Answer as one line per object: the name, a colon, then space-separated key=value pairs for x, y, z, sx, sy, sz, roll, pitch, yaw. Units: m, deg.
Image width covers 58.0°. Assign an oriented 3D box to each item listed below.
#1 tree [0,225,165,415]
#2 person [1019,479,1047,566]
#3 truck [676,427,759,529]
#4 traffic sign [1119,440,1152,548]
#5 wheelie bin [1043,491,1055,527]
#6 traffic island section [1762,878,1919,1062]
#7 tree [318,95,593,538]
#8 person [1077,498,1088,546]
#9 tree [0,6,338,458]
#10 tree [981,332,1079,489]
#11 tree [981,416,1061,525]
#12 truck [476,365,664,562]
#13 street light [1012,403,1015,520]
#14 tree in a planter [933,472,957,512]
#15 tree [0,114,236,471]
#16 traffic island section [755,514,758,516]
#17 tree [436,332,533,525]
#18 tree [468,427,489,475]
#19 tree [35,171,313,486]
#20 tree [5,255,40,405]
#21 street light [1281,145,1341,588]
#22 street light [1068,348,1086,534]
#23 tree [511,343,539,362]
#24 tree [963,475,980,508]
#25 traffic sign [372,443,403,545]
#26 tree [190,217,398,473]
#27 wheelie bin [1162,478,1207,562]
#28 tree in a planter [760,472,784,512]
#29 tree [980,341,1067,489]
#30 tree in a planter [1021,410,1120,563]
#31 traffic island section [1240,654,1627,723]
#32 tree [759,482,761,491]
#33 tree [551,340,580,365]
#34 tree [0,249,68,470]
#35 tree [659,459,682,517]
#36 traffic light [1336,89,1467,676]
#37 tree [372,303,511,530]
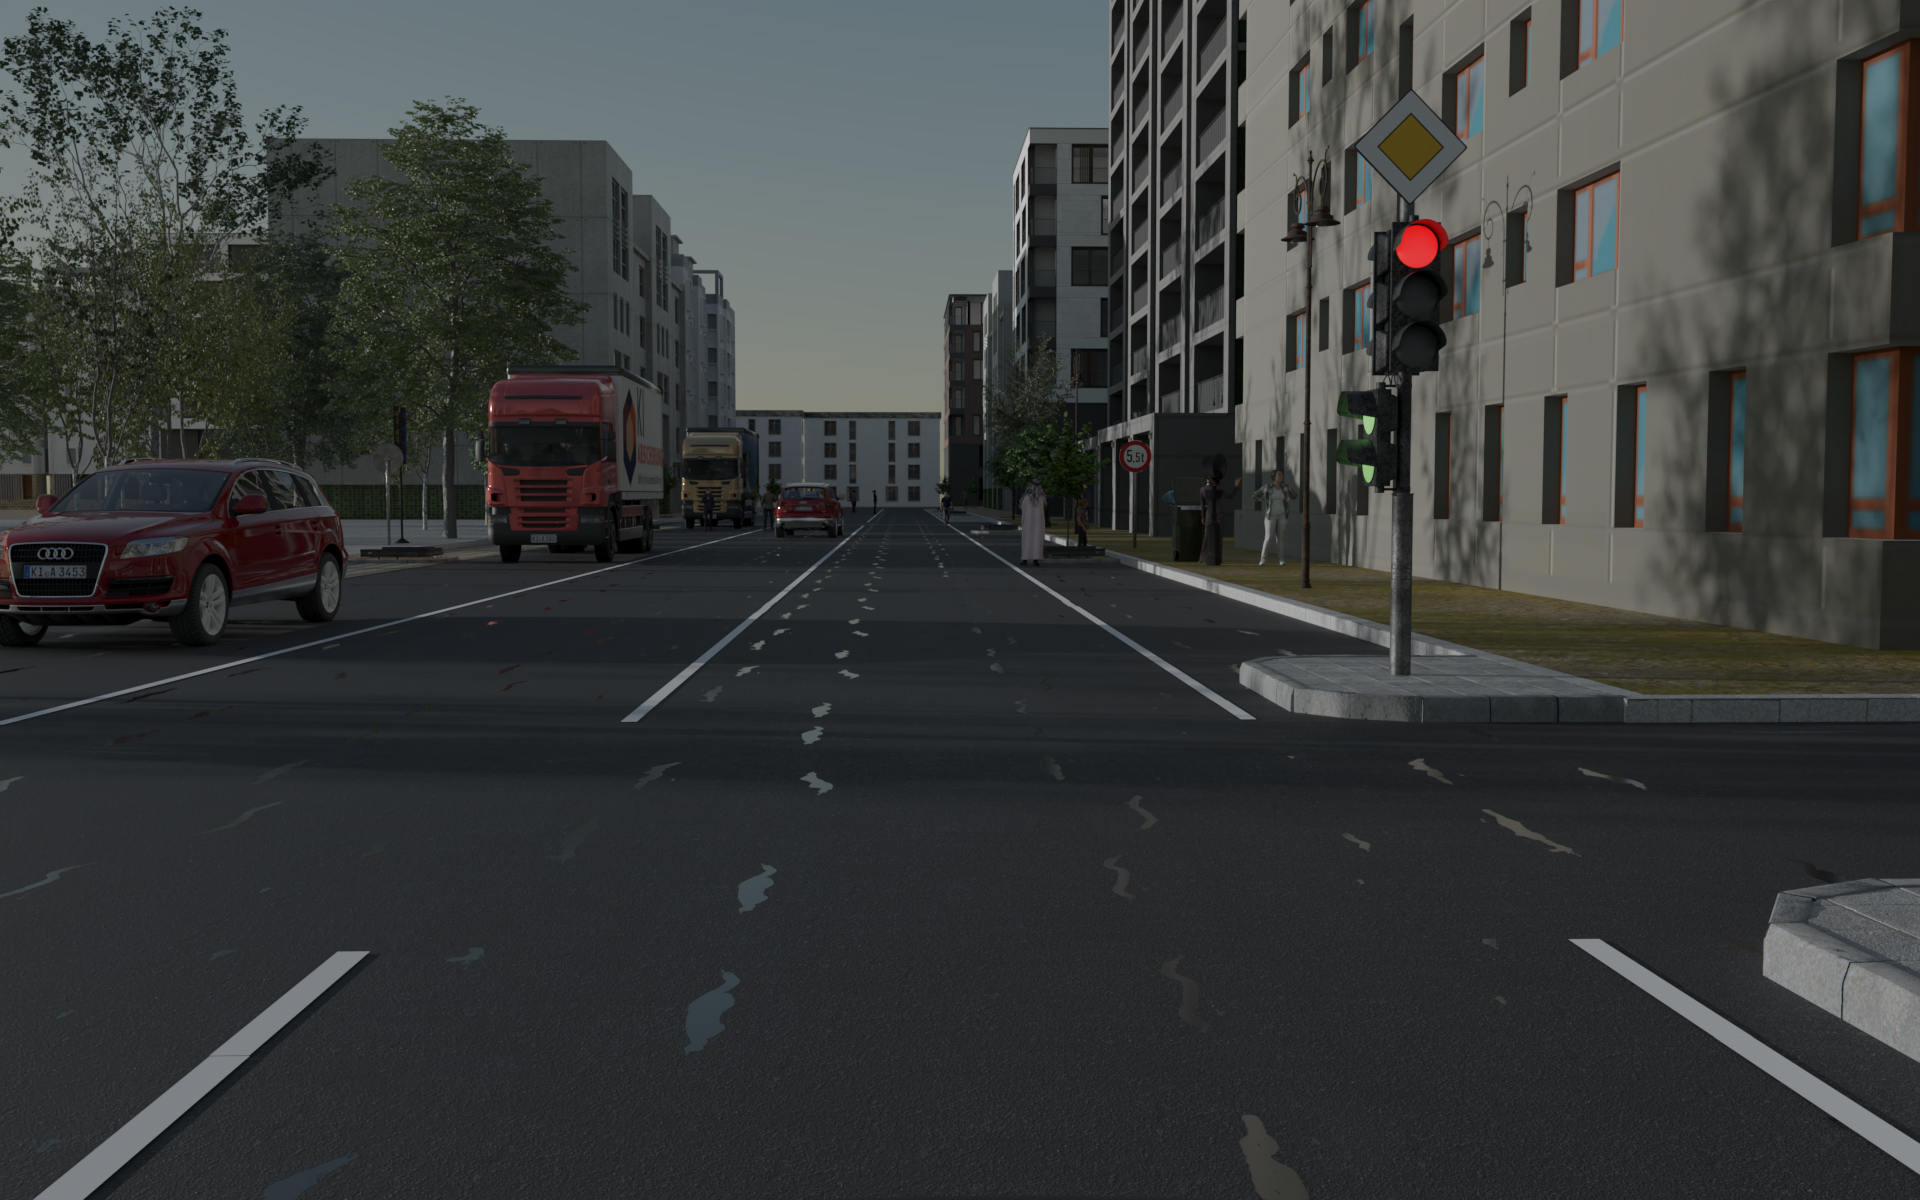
tree: x=-25.441 y=-6.083 z=49.813 sx=4.737 sy=8.622 sz=4.395 roll=0 pitch=3 yaw=0
person: x=1.475 y=-1.560 z=34.677 sx=0.551 sy=1.740 sz=0.621 roll=-1 pitch=4 yaw=-18
truck: x=-10.341 y=-5.270 z=75.081 sx=2.839 sy=4.237 sz=11.283 roll=0 pitch=4 yaw=-2
traffic sign: x=4.152 y=-2.504 z=41.044 sx=0.768 sy=2.556 sz=0.104 roll=0 pitch=4 yaw=5
wheelie bin: x=3.161 y=-3.588 z=66.578 sx=0.980 sy=1.594 sz=0.693 roll=1 pitch=4 yaw=14
traffic island section: x=3.420 y=1.098 z=4.332 sx=2.009 sy=0.180 sz=2.903 roll=0 pitch=4 yaw=-2
tree: x=-14.407 y=-8.068 z=50.032 sx=7.486 sy=12.596 sz=7.792 roll=0 pitch=3 yaw=0
person: x=2.799 y=-1.633 z=39.113 sx=0.340 sy=1.345 sz=0.435 roll=0 pitch=4 yaw=1
tree: x=-29.272 y=-12.827 z=65.604 sx=12.611 sy=20.169 sz=13.585 roll=0 pitch=3 yaw=0
tree: x=3.148 y=-7.791 z=77.750 sx=4.360 sy=8.622 sz=3.978 roll=0 pitch=3 yaw=0
tree: x=3.277 y=-5.380 z=71.682 sx=4.285 sy=4.588 sz=4.351 roll=0 pitch=3 yaw=0
truck: x=-8.714 y=-3.122 z=39.964 sx=2.839 sy=4.237 sz=11.283 roll=0 pitch=4 yaw=-3
street light: x=2.693 y=-6.987 z=87.022 sx=0.468 sy=5.910 sz=1.993 roll=0 pitch=4 yaw=-2
tree in a planter: x=-1.215 y=-8.799 z=141.080 sx=1.991 sy=3.239 sz=1.994 roll=0 pitch=4 yaw=-2
tree: x=-17.252 y=-5.202 z=35.412 sx=4.360 sy=8.622 sz=3.978 roll=0 pitch=3 yaw=0
traffic island section: x=-14.330 y=-5.584 z=114.159 sx=1.991 sy=0.108 sz=1.994 roll=0 pitch=4 yaw=-2
tree: x=-19.501 y=-7.397 z=71.298 sx=4.360 sy=8.622 sz=3.978 roll=0 pitch=3 yaw=0
tree: x=-14.815 y=-4.579 z=58.581 sx=4.285 sy=4.588 sz=4.351 roll=0 pitch=3 yaw=0
tree: x=-17.858 y=-5.511 z=40.465 sx=4.737 sy=8.622 sz=4.395 roll=0 pitch=3 yaw=0
tree: x=-20.785 y=-5.768 z=44.670 sx=4.737 sy=8.622 sz=4.395 roll=0 pitch=3 yaw=0
street light: x=4.713 y=-3.099 z=23.456 sx=0.468 sy=5.910 sz=1.993 roll=0 pitch=4 yaw=-2
street light: x=3.711 y=-5.032 z=55.055 sx=0.468 sy=5.910 sz=1.993 roll=0 pitch=4 yaw=-2
tree: x=-20.414 y=-7.822 z=78.252 sx=4.737 sy=8.622 sz=4.395 roll=0 pitch=3 yaw=0
tree: x=1.353 y=-10.351 z=163.842 sx=1.663 sy=3.219 sz=1.824 roll=0 pitch=3 yaw=0
traffic sign: x=-14.269 y=-2.636 z=43.204 sx=0.768 sy=2.556 sz=0.104 roll=0 pitch=4 yaw=0
tree: x=-30.488 y=-10.557 z=79.265 sx=9.857 sy=13.997 sz=8.962 roll=0 pitch=3 yaw=0
wheelie bin: x=4.342 y=-1.537 z=33.037 sx=0.980 sy=1.594 sz=0.693 roll=0 pitch=4 yaw=-2
tree in a planter: x=-15.232 y=-8.793 z=140.992 sx=1.991 sy=3.239 sz=1.994 roll=0 pitch=4 yaw=-2
tree: x=3.061 y=-8.094 z=82.696 sx=4.737 sy=8.622 sz=4.395 roll=0 pitch=3 yaw=0
tree in a planter: x=2.311 y=-2.425 z=36.868 sx=1.991 sy=3.239 sz=1.994 roll=0 pitch=4 yaw=-2
traffic island section: x=3.150 y=0.610 z=12.313 sx=2.009 sy=0.180 sz=2.903 roll=0 pitch=4 yaw=-2
tree: x=-17.721 y=-9.261 z=146.021 sx=1.663 sy=3.219 sz=1.824 roll=0 pitch=3 yaw=0
tree: x=-19.916 y=-8.152 z=83.652 sx=4.360 sy=8.622 sz=3.978 roll=0 pitch=3 yaw=0
tree: x=-41.185 y=-9.426 z=72.241 sx=7.486 sy=12.596 sz=7.792 roll=0 pitch=3 yaw=0
tree: x=-16.465 y=-6.204 z=96.039 sx=1.663 sy=3.219 sz=1.824 roll=0 pitch=3 yaw=0
traffic light: x=3.109 y=-1.424 z=12.197 sx=0.839 sy=4.253 sz=0.868 roll=0 pitch=4 yaw=-2
tree: x=-19.306 y=-6.856 z=62.466 sx=4.737 sy=8.622 sz=4.395 roll=0 pitch=3 yaw=0
